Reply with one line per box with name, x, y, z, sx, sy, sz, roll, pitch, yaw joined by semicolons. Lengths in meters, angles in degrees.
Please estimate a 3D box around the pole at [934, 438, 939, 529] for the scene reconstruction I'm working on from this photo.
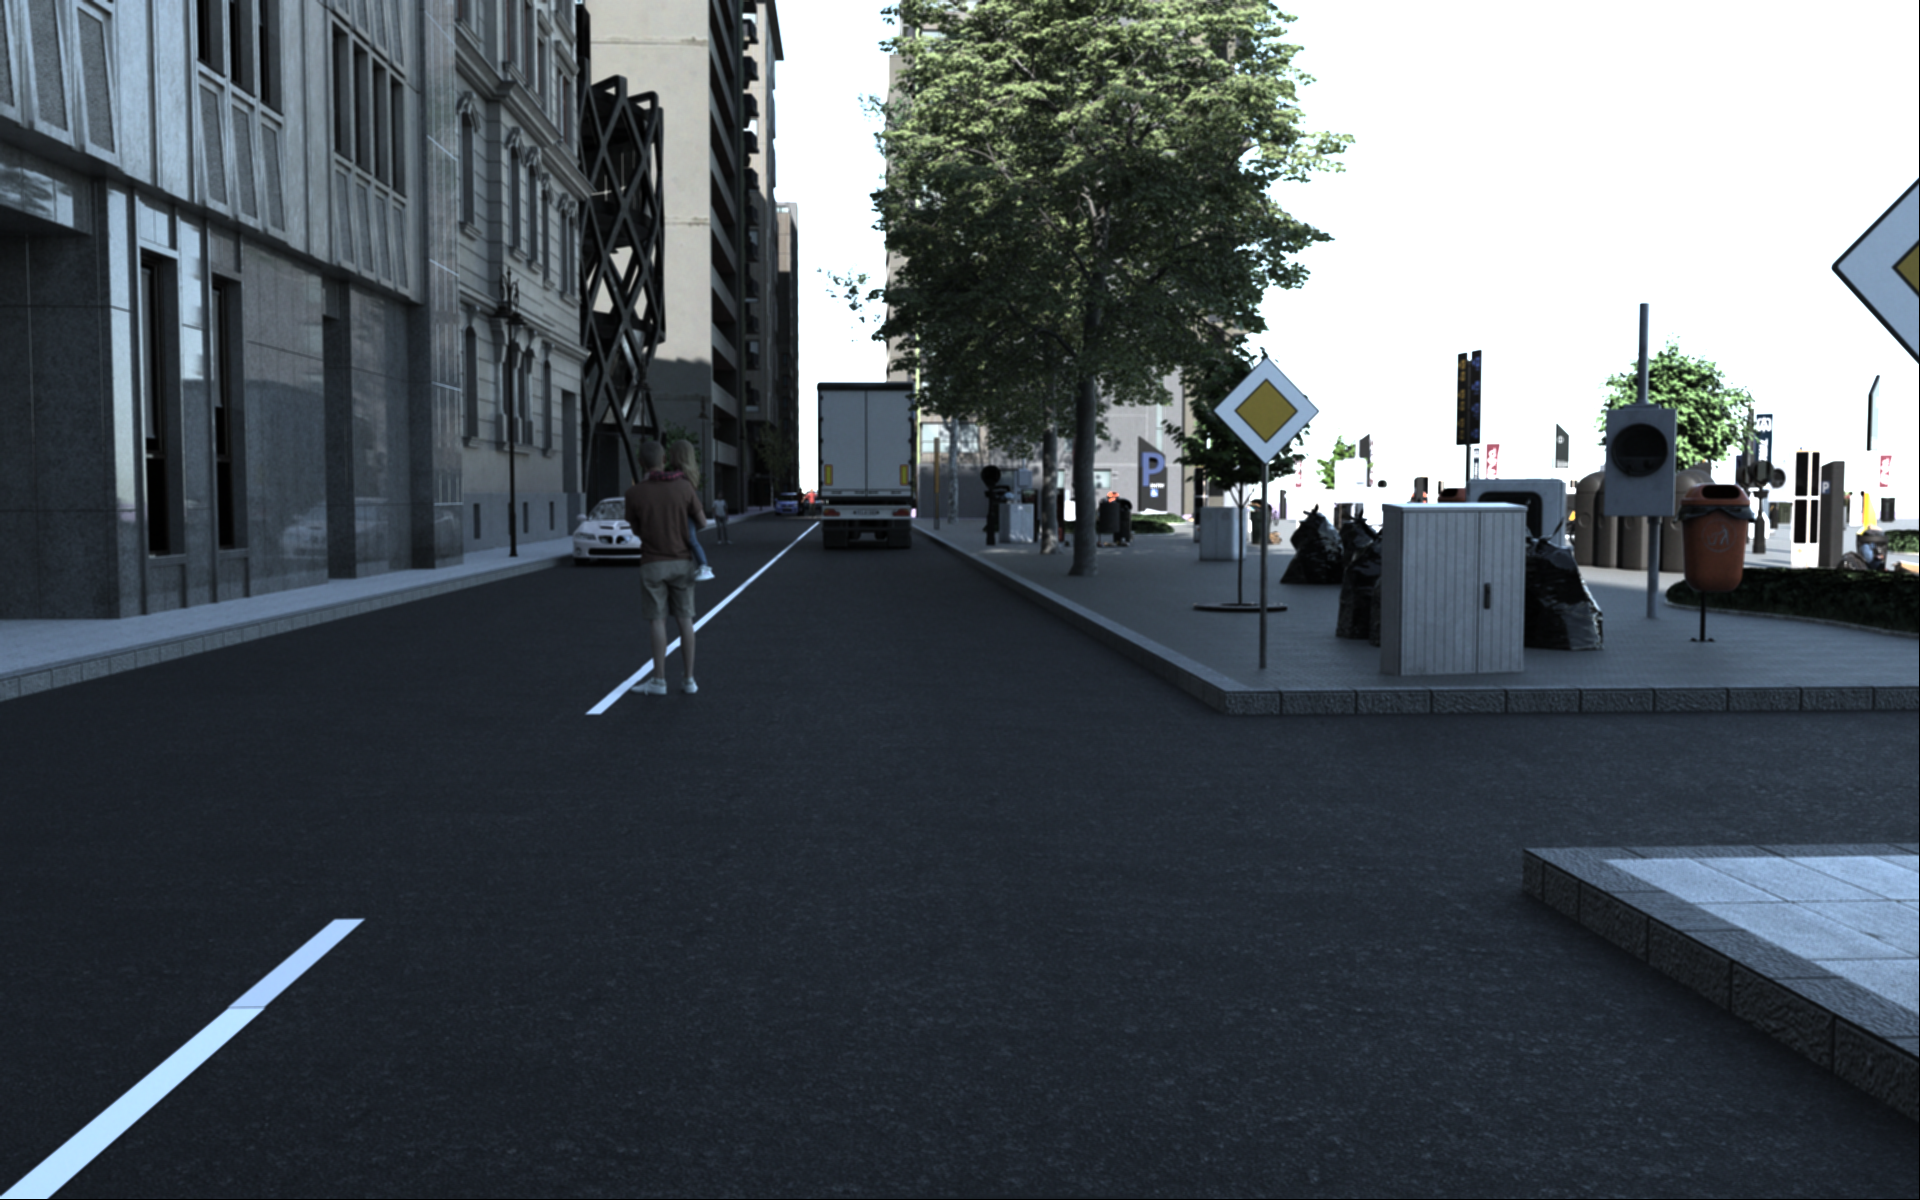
pole;-0.842;-4.213;62.728;0.158;3.312;0.155;0;3;0

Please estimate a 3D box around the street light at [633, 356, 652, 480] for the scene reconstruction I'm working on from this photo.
street light;-10.629;-5.220;58.131;0.468;5.910;1.993;0;4;-4

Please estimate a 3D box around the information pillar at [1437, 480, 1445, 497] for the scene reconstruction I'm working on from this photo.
information pillar;24.905;-5.212;89.701;0.304;2.012;0.304;-3;5;-44

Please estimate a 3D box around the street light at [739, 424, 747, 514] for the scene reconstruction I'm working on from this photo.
street light;-14.002;-8.481;111.457;0.468;5.910;1.993;0;4;-4

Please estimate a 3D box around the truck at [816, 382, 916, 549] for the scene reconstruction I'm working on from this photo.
truck;-2.576;-3.664;48.816;2.839;4.237;11.283;0;4;-2

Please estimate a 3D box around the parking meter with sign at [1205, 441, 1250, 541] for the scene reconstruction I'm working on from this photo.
parking meter with sign;7.554;-3.118;47.238;1.738;3.016;0.543;1;4;15

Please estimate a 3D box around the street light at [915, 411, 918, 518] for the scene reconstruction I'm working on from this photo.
street light;-2.354;-7.435;94.355;0.468;5.910;1.993;0;4;-4

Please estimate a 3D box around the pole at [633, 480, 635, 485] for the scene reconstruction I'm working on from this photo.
pole;-15.749;-5.508;83.892;0.158;3.312;0.155;0;3;0

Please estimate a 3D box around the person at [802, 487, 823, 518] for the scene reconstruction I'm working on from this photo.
person;-8.869;-5.842;103.947;1.348;1.831;0.705;-1;4;-19

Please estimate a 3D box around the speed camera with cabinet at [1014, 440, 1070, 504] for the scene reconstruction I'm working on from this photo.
speed camera with cabinet;3.029;-4.270;64.157;2.038;3.252;0.660;0;4;0

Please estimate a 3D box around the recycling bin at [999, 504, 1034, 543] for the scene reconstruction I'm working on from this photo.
recycling bin;1.487;-2.031;45.758;0.722;1.027;0.722;-1;4;-22

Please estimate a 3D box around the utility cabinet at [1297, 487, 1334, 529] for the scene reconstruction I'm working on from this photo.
utility cabinet;11.385;-2.865;55.522;1.173;1.500;0.318;3;5;42

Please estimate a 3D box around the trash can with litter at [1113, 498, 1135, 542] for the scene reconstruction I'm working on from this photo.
trash can with litter;4.289;-2.115;45.975;0.624;1.170;1.055;1;4;15

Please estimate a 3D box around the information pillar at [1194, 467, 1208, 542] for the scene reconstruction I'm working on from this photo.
information pillar;6.402;-2.540;46.014;0.304;2.012;0.304;2;4;28

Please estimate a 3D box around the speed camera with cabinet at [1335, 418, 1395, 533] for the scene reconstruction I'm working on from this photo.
speed camera with cabinet;10.634;-3.127;45.456;2.038;3.252;0.660;-3;5;-44

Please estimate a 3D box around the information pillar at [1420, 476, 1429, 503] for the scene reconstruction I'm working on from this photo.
information pillar;18.796;-4.011;70.068;0.304;2.012;0.304;0;4;2

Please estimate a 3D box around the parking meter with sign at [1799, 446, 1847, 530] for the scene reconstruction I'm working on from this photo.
parking meter with sign;31.140;-4.047;62.426;0.543;3.016;1.738;-2;4;-24

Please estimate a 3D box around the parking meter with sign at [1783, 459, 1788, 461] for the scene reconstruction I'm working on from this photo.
parking meter with sign;41.516;-5.457;85.478;0.543;3.016;1.738;-2;4;-26

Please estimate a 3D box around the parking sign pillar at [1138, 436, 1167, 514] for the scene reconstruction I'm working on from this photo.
parking sign pillar;8.989;-5.648;80.813;1.447;3.967;1.447;-1;4;-14

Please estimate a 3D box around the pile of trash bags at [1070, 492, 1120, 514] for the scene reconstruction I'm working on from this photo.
pile of trash bags;6.108;-4.525;83.738;3.447;1.369;1.912;-1;4;-21

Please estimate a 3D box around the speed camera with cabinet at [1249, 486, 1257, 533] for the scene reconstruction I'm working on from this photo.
speed camera with cabinet;9.443;-3.867;57.556;0.660;3.252;2.038;1;4;19

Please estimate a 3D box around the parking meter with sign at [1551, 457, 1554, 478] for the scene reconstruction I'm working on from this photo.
parking meter with sign;27.005;-5.218;81.574;1.738;3.016;0.543;1;4;17

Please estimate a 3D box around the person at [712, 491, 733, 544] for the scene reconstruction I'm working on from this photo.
person;-6.824;-2.360;49.687;0.523;1.515;0.503;3;4;38

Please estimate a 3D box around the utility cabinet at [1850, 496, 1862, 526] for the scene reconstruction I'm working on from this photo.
utility cabinet;36.734;-3.659;70.992;0.306;1.237;1.020;3;4;36

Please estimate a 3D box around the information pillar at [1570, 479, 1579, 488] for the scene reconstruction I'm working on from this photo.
information pillar;30.588;-5.005;86.322;0.304;2.012;0.304;-1;4;-15

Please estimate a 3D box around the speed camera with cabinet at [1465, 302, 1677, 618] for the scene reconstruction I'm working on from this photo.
speed camera with cabinet;6.369;-1.453;18.088;2.038;3.252;0.660;1;4;23

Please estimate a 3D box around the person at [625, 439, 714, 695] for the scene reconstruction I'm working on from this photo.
person;-2.080;-0.248;12.523;0.573;1.828;0.580;2;4;26

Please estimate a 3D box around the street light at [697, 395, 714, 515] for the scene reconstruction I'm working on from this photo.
street light;-11.947;-6.602;80.723;0.468;5.910;1.993;0;4;-4

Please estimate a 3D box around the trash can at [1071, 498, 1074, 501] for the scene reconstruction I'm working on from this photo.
trash can;4.593;-3.330;66.093;0.748;1.137;0.748;0;3;0

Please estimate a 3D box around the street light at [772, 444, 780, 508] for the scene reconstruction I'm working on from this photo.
street light;-16.824;-11.266;156.978;0.468;5.910;1.993;0;4;-4

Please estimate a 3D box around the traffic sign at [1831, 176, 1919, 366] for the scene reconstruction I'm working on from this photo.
traffic sign;2.729;-0.067;4.737;0.795;2.450;0.064;0;4;-4

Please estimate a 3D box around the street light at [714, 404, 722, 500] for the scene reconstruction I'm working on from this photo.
street light;-12.460;-7.089;88.688;0.468;5.910;1.993;0;4;-4

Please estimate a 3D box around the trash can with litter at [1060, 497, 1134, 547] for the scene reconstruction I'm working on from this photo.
trash can with litter;3.276;-1.927;42.561;2.233;1.210;1.678;0;4;-4

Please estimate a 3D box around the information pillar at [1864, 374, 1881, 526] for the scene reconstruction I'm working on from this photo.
information pillar;17.777;-2.594;33.760;0.183;3.616;0.504;3;5;44

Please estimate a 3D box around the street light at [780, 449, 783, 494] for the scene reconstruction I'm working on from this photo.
street light;-17.720;-12.165;171.693;0.468;5.910;1.993;0;4;-4

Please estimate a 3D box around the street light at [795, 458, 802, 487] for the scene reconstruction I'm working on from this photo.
street light;-20.529;-14.992;217.901;0.468;5.910;1.993;0;4;-4

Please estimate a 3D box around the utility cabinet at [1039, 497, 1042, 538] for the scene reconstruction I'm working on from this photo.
utility cabinet;2.650;-2.405;50.486;0.306;1.237;1.020;2;4;27

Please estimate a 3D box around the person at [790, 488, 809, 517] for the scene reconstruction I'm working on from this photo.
person;-10.096;-6.201;109.820;1.348;1.831;0.705;0;4;3

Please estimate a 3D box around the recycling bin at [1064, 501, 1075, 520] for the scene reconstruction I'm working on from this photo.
recycling bin;3.752;-2.920;60.299;0.722;1.027;0.722;-1;4;-13

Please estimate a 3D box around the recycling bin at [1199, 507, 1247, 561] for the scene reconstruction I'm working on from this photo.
recycling bin;5.107;-1.288;33.620;0.722;1.027;0.722;2;4;30

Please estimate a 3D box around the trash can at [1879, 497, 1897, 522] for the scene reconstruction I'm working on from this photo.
trash can;42.807;-4.175;79.910;0.748;1.137;0.748;0;3;0

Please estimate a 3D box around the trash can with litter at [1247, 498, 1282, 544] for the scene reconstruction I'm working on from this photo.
trash can with litter;7.781;-2.017;44.357;0.624;1.170;1.055;3;5;39

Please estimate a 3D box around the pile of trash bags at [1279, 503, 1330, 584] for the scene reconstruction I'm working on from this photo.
pile of trash bags;6.004;-0.875;24.058;1.912;1.369;3.447;-2;4;-24

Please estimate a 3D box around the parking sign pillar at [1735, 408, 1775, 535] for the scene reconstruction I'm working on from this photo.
parking sign pillar;25.041;-4.056;54.782;1.447;3.967;1.447;1;4;15

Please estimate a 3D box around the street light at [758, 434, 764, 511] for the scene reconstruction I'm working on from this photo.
street light;-15.465;-9.884;134.389;0.468;5.910;1.993;0;4;-4

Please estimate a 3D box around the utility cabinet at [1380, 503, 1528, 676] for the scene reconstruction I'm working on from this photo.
utility cabinet;3.551;-0.079;12.458;1.020;1.237;0.306;-1;4;-16

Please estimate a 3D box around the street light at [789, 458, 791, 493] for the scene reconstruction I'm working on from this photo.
street light;-19.210;-13.592;195.017;0.468;5.910;1.993;0;4;-4

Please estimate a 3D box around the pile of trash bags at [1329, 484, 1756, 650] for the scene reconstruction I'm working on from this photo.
pile of trash bags;5.056;-0.323;15.038;3.447;1.369;1.912;0;4;8

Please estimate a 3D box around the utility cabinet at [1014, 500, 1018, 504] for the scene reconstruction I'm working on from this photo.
utility cabinet;2.970;-4.547;83.018;0.318;1.500;1.173;2;4;28

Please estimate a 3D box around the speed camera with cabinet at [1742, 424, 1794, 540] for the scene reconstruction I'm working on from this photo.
speed camera with cabinet;22.893;-3.361;49.294;0.660;3.252;2.038;-2;4;-24

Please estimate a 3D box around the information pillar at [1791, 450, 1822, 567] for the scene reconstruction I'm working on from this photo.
information pillar;14.096;-1.490;28.853;0.304;2.012;0.304;-2;4;-31

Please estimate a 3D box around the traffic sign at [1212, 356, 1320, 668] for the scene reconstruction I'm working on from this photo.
traffic sign;2.230;-0.554;12.707;0.795;2.450;0.064;0;4;-4

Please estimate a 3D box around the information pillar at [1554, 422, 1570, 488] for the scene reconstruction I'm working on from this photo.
information pillar;19.712;-4.002;56.780;0.504;3.616;0.183;-1;4;-11

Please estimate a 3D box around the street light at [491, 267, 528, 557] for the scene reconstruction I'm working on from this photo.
street light;-9.162;-3.827;35.356;0.468;5.910;1.993;0;4;-4
